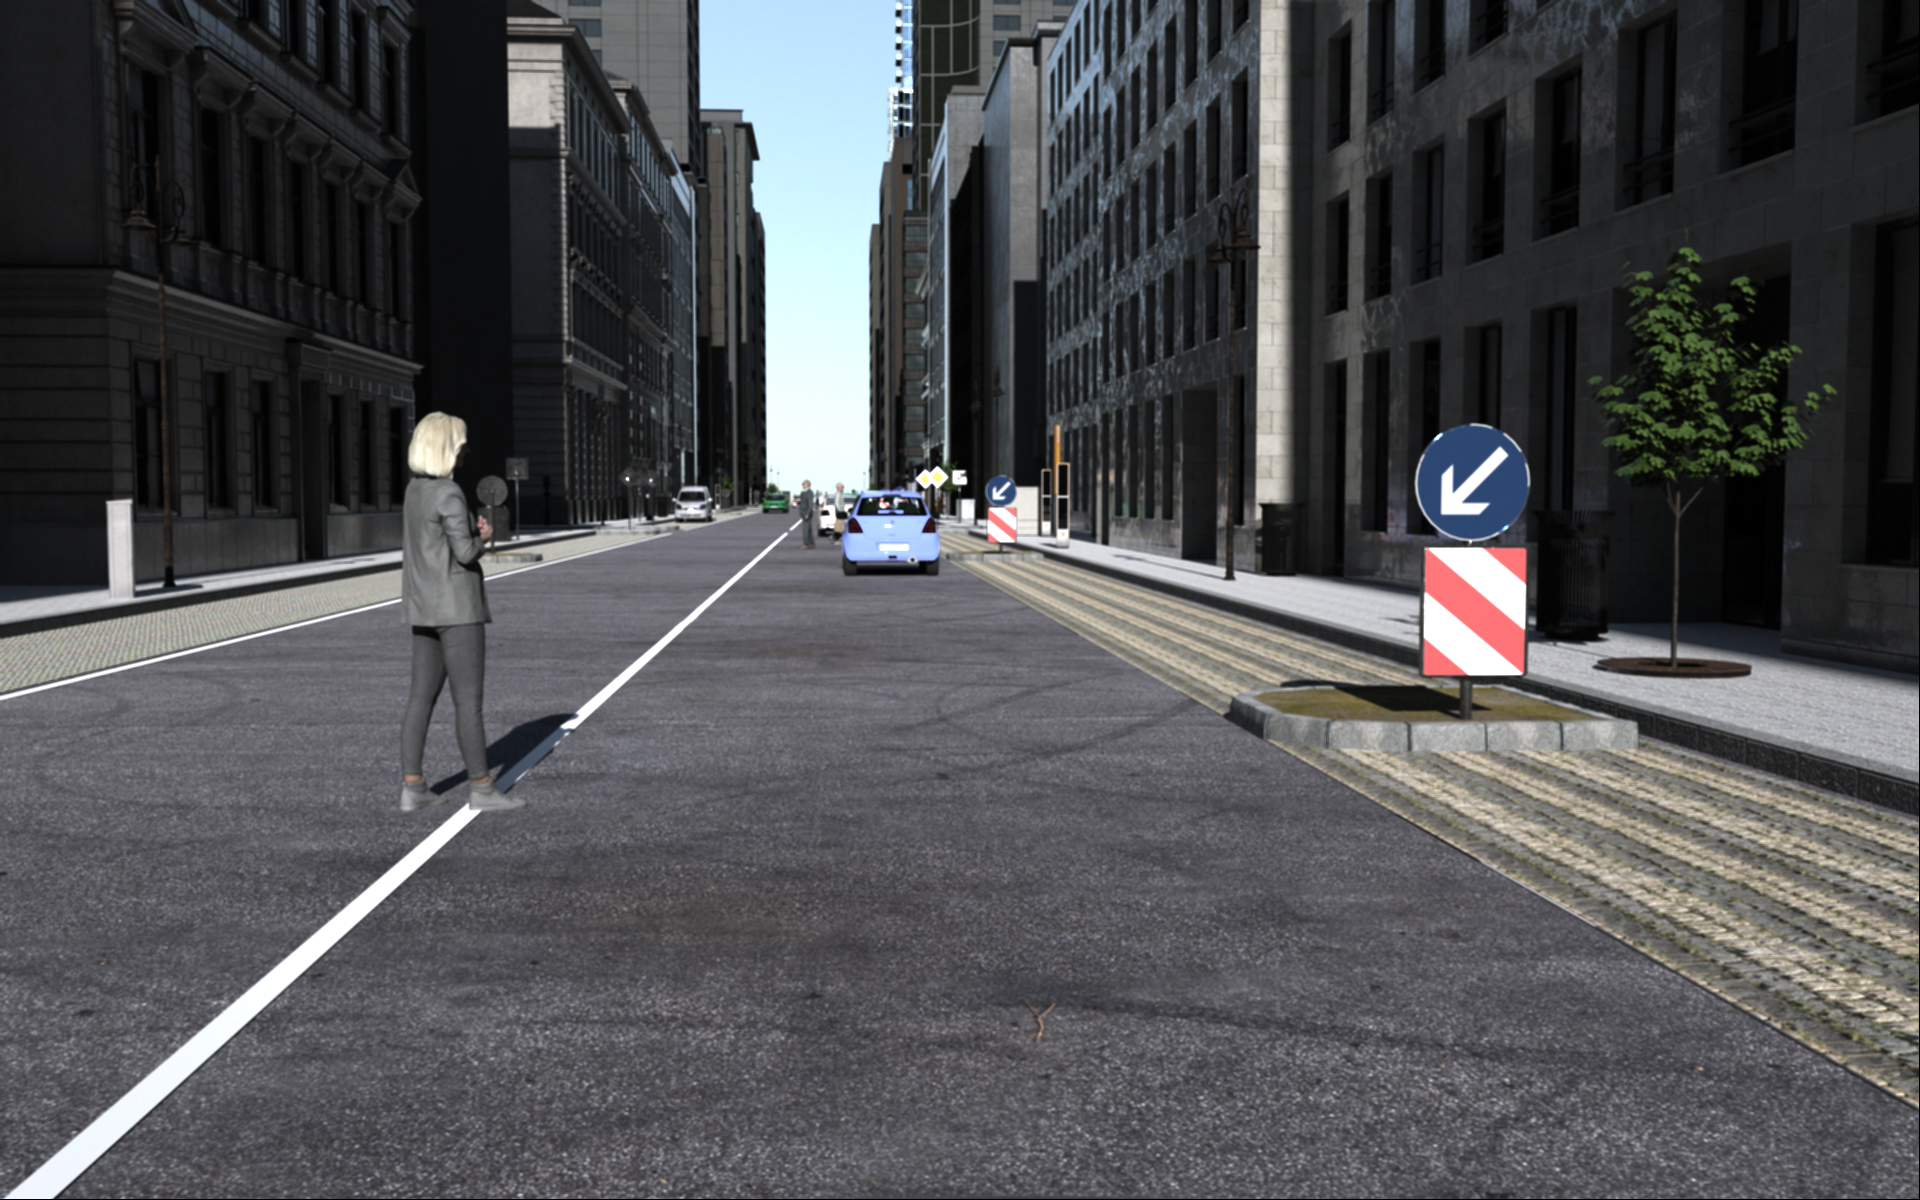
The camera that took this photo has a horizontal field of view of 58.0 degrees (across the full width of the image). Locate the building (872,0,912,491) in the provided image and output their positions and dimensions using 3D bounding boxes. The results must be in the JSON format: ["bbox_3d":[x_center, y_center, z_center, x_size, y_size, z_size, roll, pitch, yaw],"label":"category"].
[{"bbox_3d":[-2.055,-58.288,265.673,22.319,86.520,31.000,0,4,-4],"label":"building"}]

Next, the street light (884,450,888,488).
[{"bbox_3d":[-7.900,-12.903,183.743,0.468,5.910,1.993,0,4,-4],"label":"street light"}]

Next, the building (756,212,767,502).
[{"bbox_3d":[-42.482,-40.135,279.910,21.300,48.544,21.600,0,4,-4],"label":"building"}]

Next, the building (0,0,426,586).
[{"bbox_3d":[-17.185,-10.268,32.506,10.561,19.102,19.286,0,4,-4],"label":"building"}]

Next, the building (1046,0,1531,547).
[{"bbox_3d":[8.860,-12.121,52.924,10.420,20.320,16.860,0,4,-4],"label":"building"}]

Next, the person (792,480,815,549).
[{"bbox_3d":[-4.087,-2.246,45.397,0.590,1.801,0.661,-1,4,-17],"label":"person"}]

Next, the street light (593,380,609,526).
[{"bbox_3d":[-14.354,-5.910,69.423,0.468,5.910,1.993,0,4,-4],"label":"street light"}]

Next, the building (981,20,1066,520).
[{"bbox_3d":[16.548,-15.900,79.036,30.058,24.678,14.314,0,4,-4],"label":"building"}]

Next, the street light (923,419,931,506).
[{"bbox_3d":[-2.081,-8.227,107.292,0.468,5.910,1.993,0,4,-4],"label":"street light"}]

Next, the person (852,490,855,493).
[{"bbox_3d":[-9.168,-8.626,149.532,0.705,1.824,1.348,-2,4,-25],"label":"person"}]

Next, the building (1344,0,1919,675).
[{"bbox_3d":[11.409,-10.068,19.363,10.420,20.320,16.860,0,4,-4],"label":"building"}]

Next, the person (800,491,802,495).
[{"bbox_3d":[-21.207,-13.666,232.070,1.348,1.807,0.705,-2,4,-32],"label":"person"}]

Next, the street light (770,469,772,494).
[{"bbox_3d":[-28.880,-17.872,264.996,0.468,5.910,1.993,0,4,-4],"label":"street light"}]

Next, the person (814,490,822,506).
[{"bbox_3d":[-14.465,-10.224,175.643,1.348,1.826,0.705,3,5,39],"label":"person"}]

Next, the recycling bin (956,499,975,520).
[{"bbox_3d":[0.276,-4.436,85.085,0.722,1.027,0.722,-2,4,-25],"label":"recycling bin"}]

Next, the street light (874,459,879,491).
[{"bbox_3d":[-11.166,-15.743,230.185,0.468,5.910,1.993,0,4,-4],"label":"street light"}]

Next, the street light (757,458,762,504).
[{"bbox_3d":[-26.206,-15.651,228.686,0.468,5.910,1.993,0,4,-4],"label":"street light"}]

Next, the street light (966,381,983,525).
[{"bbox_3d":[0.645,-6.005,70.977,0.468,5.910,1.993,0,4,-4],"label":"street light"}]

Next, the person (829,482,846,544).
[{"bbox_3d":[-3.506,-2.489,49.679,0.515,1.767,0.782,0,4,-4],"label":"person"}]

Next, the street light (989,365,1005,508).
[{"bbox_3d":[1.324,-5.455,61.984,0.468,5.910,1.993,0,4,-4],"label":"street light"}]

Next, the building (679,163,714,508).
[{"bbox_3d":[-29.073,-23.163,150.414,14.160,30.474,14.107,0,4,-4],"label":"building"}]

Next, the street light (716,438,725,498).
[{"bbox_3d":[-19.984,-10.580,145.774,0.468,5.910,1.993,0,4,-4],"label":"street light"}]

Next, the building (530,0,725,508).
[{"bbox_3d":[-33.328,-44.525,166.230,20.563,71.187,20.611,0,4,-4],"label":"building"}]

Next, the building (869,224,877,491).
[{"bbox_3d":[-4.425,-40.946,293.172,21.300,48.544,21.600,0,4,-4],"label":"building"}]

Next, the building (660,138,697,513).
[{"bbox_3d":[-25.868,-18.766,124.840,12.078,24.808,19.932,0,4,-4],"label":"building"}]

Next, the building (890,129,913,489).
[{"bbox_3d":[-1.332,-34.441,213.215,14.600,45.320,14.200,0,4,-4],"label":"building"}]

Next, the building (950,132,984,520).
[{"bbox_3d":[6.149,-16.213,94.768,12.332,23.373,15.834,0,4,-4],"label":"building"}]

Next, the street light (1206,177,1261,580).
[{"bbox_3d":[4.023,-3.233,25.652,0.468,5.910,1.993,0,4,-4],"label":"street light"}]

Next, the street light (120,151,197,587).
[{"bbox_3d":[-10.943,-3.120,23.800,0.468,5.910,1.993,0,4,-4],"label":"street light"}]

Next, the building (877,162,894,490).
[{"bbox_3d":[-0.193,-37.734,240.646,21.300,48.544,21.600,0,4,-4],"label":"building"}]

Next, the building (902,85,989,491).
[{"bbox_3d":[10.841,-28.578,159.131,32.217,40.220,23.993,0,4,-4],"label":"building"}]

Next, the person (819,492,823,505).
[{"bbox_3d":[-18.695,-13.650,232.342,0.551,1.740,0.621,-2,4,-34],"label":"person"}]

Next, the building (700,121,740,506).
[{"bbox_3d":[-31.112,-30.647,184.672,14.154,41.232,14.086,0,4,-4],"label":"building"}]

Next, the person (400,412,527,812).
[{"bbox_3d":[-2.320,0.046,7.939,0.526,1.800,0.537,-2,4,-32],"label":"person"}]

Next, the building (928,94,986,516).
[{"bbox_3d":[4.499,-18.047,113.095,12.078,24.808,19.932,0,4,-4],"label":"building"}]

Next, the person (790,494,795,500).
[{"bbox_3d":[-18.219,-10.952,190.782,0.991,1.433,0.599,0,4,6],"label":"person"}]

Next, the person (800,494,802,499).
[{"bbox_3d":[-15.611,-9.743,171.059,0.557,1.426,1.065,-1,4,-19],"label":"person"}]

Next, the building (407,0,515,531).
[{"bbox_3d":[-22.942,-13.657,52.966,15.834,23.373,12.332,0,4,-4],"label":"building"}]

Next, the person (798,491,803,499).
[{"bbox_3d":[-15.947,-10.103,174.479,0.721,1.735,1.217,-3,4,-36],"label":"person"}]

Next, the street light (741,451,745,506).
[{"bbox_3d":[-22.862,-12.829,182.549,0.468,5.910,1.993,0,4,-4],"label":"street light"}]

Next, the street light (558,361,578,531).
[{"bbox_3d":[-13.634,-5.353,60.312,0.468,5.910,1.993,0,4,-4],"label":"street light"}]

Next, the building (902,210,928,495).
[{"bbox_3d":[1.004,-24.877,178.441,14.160,30.474,14.107,0,4,-4],"label":"building"}]

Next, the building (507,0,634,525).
[{"bbox_3d":[-21.591,-15.331,79.538,11.050,23.489,19.941,0,4,-4],"label":"building"}]

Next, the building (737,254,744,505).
[{"bbox_3d":[-32.533,-26.190,199.903,14.160,30.474,14.107,0,4,-4],"label":"building"}]

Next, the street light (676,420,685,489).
[{"bbox_3d":[-17.139,-8.161,106.217,0.468,5.910,1.993,0,4,-4],"label":"street light"}]

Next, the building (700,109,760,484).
[{"bbox_3d":[-42.544,-39.836,240.559,28.713,52.752,27.495,0,4,-4],"label":"building"}]

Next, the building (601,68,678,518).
[{"bbox_3d":[-23.816,-18.626,101.798,12.463,27.353,25.104,0,4,-4],"label":"building"}]

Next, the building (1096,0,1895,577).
[{"bbox_3d":[9.318,-11.091,36.083,10.420,20.320,16.860,0,4,-4],"label":"building"}]

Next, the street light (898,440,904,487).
[{"bbox_3d":[-5.004,-10.656,147.019,0.468,5.910,1.993,0,4,-4],"label":"street light"}]

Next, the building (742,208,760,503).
[{"bbox_3d":[-37.620,-37.449,262.401,14.600,45.320,14.200,0,4,-4],"label":"building"}]

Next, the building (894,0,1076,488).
[{"bbox_3d":[3.134,-46.274,194.834,20.563,71.187,20.611,0,4,-4],"label":"building"}]

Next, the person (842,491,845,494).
[{"bbox_3d":[-12.567,-10.771,184.478,0.709,1.838,0.599,1,4,14],"label":"person"}]

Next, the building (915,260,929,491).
[{"bbox_3d":[2.775,-18.252,134.578,11.583,22.565,21.152,0,4,-4],"label":"building"}]

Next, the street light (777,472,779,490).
[{"bbox_3d":[-31.642,-20.104,301.487,0.468,5.910,1.993,0,4,-4],"label":"street light"}]
